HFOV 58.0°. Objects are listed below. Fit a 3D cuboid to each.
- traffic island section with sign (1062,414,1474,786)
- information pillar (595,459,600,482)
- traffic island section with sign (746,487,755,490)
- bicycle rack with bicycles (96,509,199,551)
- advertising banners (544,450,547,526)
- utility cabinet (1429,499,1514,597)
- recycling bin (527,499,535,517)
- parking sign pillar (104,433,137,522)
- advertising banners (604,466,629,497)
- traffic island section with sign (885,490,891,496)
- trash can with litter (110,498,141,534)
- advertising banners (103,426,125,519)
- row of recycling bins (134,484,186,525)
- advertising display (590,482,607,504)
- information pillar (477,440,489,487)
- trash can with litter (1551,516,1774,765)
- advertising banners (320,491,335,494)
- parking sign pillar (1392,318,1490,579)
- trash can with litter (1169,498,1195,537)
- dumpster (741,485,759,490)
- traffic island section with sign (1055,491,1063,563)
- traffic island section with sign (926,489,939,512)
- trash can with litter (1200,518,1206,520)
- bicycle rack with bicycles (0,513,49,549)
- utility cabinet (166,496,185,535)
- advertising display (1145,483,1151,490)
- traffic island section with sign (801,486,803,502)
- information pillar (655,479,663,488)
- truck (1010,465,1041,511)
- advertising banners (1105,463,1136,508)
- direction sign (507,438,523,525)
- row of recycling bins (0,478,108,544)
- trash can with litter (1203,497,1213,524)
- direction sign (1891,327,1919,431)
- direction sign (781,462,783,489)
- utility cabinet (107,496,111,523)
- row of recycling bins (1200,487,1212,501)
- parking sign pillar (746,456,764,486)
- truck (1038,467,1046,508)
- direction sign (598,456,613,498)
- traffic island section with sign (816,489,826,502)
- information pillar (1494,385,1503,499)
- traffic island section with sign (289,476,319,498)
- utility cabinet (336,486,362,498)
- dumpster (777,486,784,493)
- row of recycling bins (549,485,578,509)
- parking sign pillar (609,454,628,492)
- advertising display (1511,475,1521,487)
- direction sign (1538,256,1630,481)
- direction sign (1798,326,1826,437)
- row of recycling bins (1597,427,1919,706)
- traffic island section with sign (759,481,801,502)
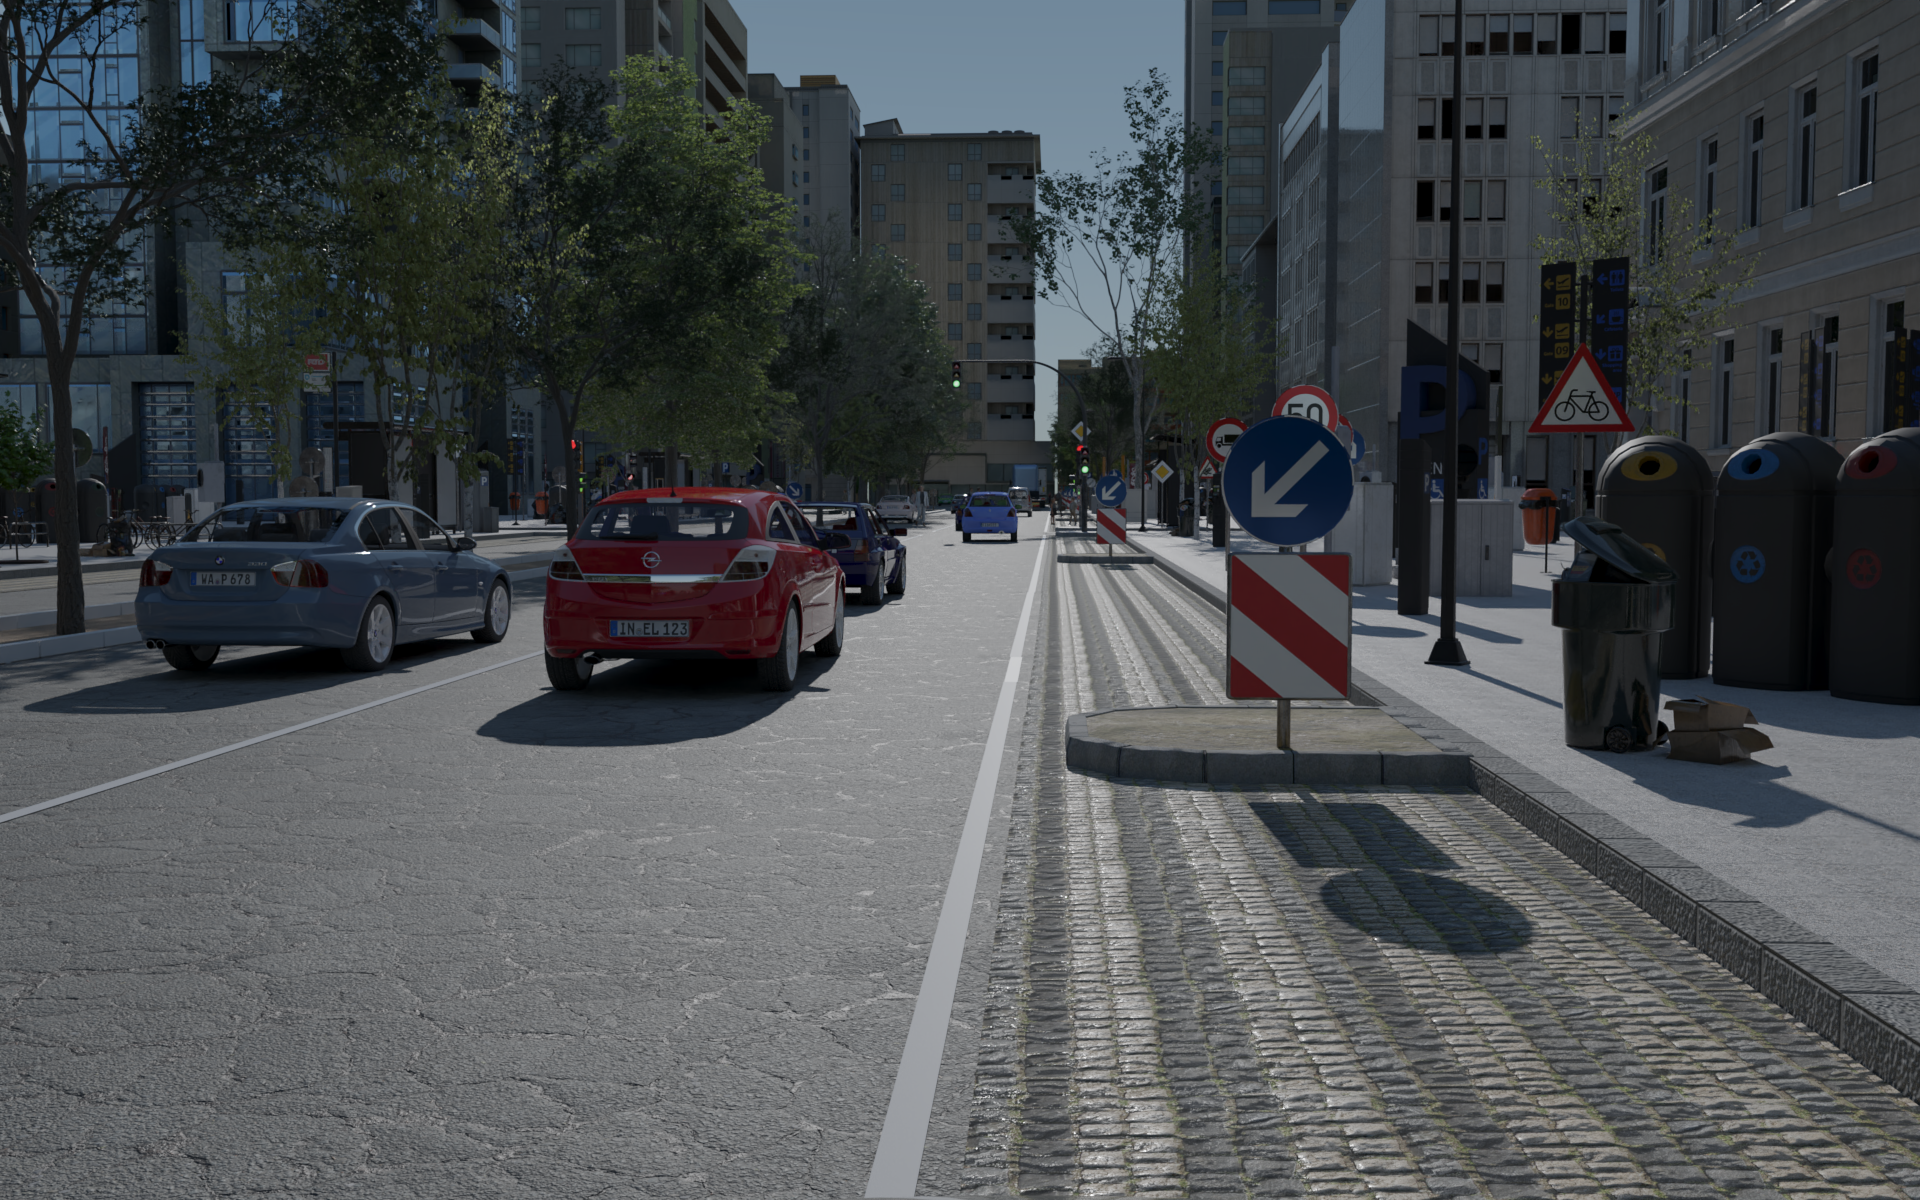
[{"bbox_3d":[1.575,-0.050,9.444,1.989,1.847,2.006,0,4,3],"label":"traffic island section with sign"},{"bbox_3d":[-24.368,-7.676,116.850,0.504,3.616,0.183,-1,4,-22],"label":"information pillar"},{"bbox_3d":[-11.230,-5.125,92.415,1.989,1.847,2.006,0,4,3],"label":"traffic island section with sign"},{"bbox_3d":[-18.514,-1.616,39.796,2.852,0.926,2.925,2,4,27],"label":"bicycle rack with bicycles"},{"bbox_3d":[-16.765,-4.517,70.034,0.090,3.025,2.074,-1,4,-14],"label":"advertising banners"},{"bbox_3d":[6.386,-0.646,21.717,1.020,1.237,0.306,0,4,5],"label":"utility cabinet"},{"bbox_3d":[-23.426,-5.066,95.388,0.722,1.027,0.722,0,4,-6],"label":"recycling bin"},{"bbox_3d":[-36.725,-5.339,75.769,1.447,3.967,1.447,2,4,32],"label":"parking sign pillar"},{"bbox_3d":[-21.209,-6.794,107.274,2.074,3.025,0.090,2,4,25],"label":"advertising banners"},{"bbox_3d":[-7.014,-9.846,169.604,1.989,1.847,2.006,0,4,3],"label":"traffic island section with sign"},{"bbox_3d":[-27.507,-2.763,56.239,1.678,1.210,2.233,-2,4,-35],"label":"trash can with litter"},{"bbox_3d":[-21.616,-2.939,44.236,0.090,3.025,2.074,-3,4,-37],"label":"advertising banners"},{"bbox_3d":[-33.777,-4.039,73.154,1.069,1.692,3.534,0,4,3],"label":"row of recycling bins"},{"bbox_3d":[-19.447,-5.355,92.764,0.974,1.923,0.123,3,4,37],"label":"advertising display"},{"bbox_3d":[-20.566,-5.101,74.752,0.504,3.616,0.183,1,4,14],"label":"information pillar"},{"bbox_3d":[3.497,0.169,8.617,0.624,1.170,1.055,-3,5,-42],"label":"trash can with litter"},{"bbox_3d":[-25.176,-4.556,70.678,2.074,3.025,0.090,0,4,2],"label":"advertising banners"},{"bbox_3d":[7.293,-2.306,26.175,1.447,3.967,1.447,3,5,41],"label":"parking sign pillar"},{"bbox_3d":[6.655,-2.492,52.139,0.624,1.170,1.055,-2,4,-27],"label":"trash can with litter"},{"bbox_3d":[-13.169,-6.324,109.160,1.264,1.857,1.865,0,4,3],"label":"dumpster"},{"bbox_3d":[3.039,-1.696,36.359,1.989,1.847,2.006,0,4,3],"label":"traffic island section with sign"},{"bbox_3d":[-2.230,-8.193,142.087,2.006,1.907,1.989,0,4,3],"label":"traffic island section with sign"},{"bbox_3d":[12.150,-4.619,86.573,2.233,1.210,1.678,-1,4,-18],"label":"trash can with litter"},{"bbox_3d":[-23.058,-1.679,40.826,2.852,0.926,2.925,0,4,-1],"label":"bicycle rack with bicycles"},{"bbox_3d":[-23.624,-2.542,52.723,0.306,1.237,1.020,2,4,27],"label":"utility cabinet"},{"bbox_3d":[11.140,-5.851,100.885,0.974,1.923,0.123,0,4,2],"label":"advertising display"},{"bbox_3d":[-6.305,-3.604,67.058,2.006,1.907,1.989,0,4,3],"label":"traffic island section with sign"},{"bbox_3d":[-14.200,-4.732,81.859,0.304,2.012,0.304,-2,4,-26],"label":"information pillar"},{"bbox_3d":[5.801,-9.986,153.036,2.967,4.110,18.799,0,4,2],"label":"truck"},{"bbox_3d":[9.059,-6.218,97.859,2.074,3.025,0.090,0,4,7],"label":"advertising banners"},{"bbox_3d":[-18.180,-4.822,70.829,0.379,3.537,0.876,2,4,30],"label":"direction sign"},{"bbox_3d":[-23.998,-2.304,44.791,3.534,1.692,1.069,-3,5,-43],"label":"row of recycling bins"},{"bbox_3d":[10.763,-3.843,74.224,0.624,1.170,1.055,1,4,13],"label":"trash can with litter"},{"bbox_3d":[13.003,-1.948,23.843,0.876,3.537,0.379,-3,5,-41],"label":"direction sign"},{"bbox_3d":[-12.558,-7.967,122.254,0.379,3.537,0.876,0,4,-2],"label":"direction sign"},{"bbox_3d":[-34.519,-3.574,69.595,0.306,1.237,1.020,3,4,37],"label":"utility cabinet"},{"bbox_3d":[15.056,-5.997,105.161,3.534,1.692,1.069,2,4,25],"label":"row of recycling bins"},{"bbox_3d":[-13.161,-7.516,111.355,1.447,3.967,1.447,3,5,40],"label":"parking sign pillar"},{"bbox_3d":[7.743,-11.840,182.497,2.839,4.237,11.283,0,4,1],"label":"truck"},{"bbox_3d":[-20.864,-6.731,102.041,0.876,3.537,0.379,-2,4,-30],"label":"direction sign"},{"bbox_3d":[-9.680,-6.845,120.537,1.989,1.847,2.006,0,4,3],"label":"traffic island section with sign"},{"bbox_3d":[11.700,-2.832,37.653,0.183,3.616,0.504,1,4,10],"label":"information pillar"},{"bbox_3d":[-14.231,-1.736,37.008,1.989,1.847,2.006,0,4,3],"label":"traffic island section with sign"},{"bbox_3d":[-16.345,-2.303,46.334,0.318,1.500,1.173,-3,4,-39],"label":"utility cabinet"},{"bbox_3d":[-12.716,-6.846,117.683,1.264,1.857,1.865,0,4,3],"label":"dumpster"},{"bbox_3d":[-18.723,-4.622,82.685,1.069,1.692,3.534,0,4,4],"label":"row of recycling bins"},{"bbox_3d":[-22.908,-7.808,116.129,1.447,3.967,1.447,3,4,37],"label":"parking sign pillar"},{"bbox_3d":[18.468,-3.202,57.563,0.123,1.923,0.974,0,4,7],"label":"advertising display"},{"bbox_3d":[6.058,-1.523,16.902,0.876,3.537,0.379,3,5,45],"label":"direction sign"},{"bbox_3d":[11.714,-1.950,23.881,0.379,3.537,0.876,0,4,7],"label":"direction sign"},{"bbox_3d":[5.672,-0.251,11.212,1.069,1.692,3.534,-2,4,-31],"label":"row of recycling bins"},{"bbox_3d":[-6.717,-3.151,59.663,2.006,1.907,1.989,0,4,3],"label":"traffic island section with sign"}]
